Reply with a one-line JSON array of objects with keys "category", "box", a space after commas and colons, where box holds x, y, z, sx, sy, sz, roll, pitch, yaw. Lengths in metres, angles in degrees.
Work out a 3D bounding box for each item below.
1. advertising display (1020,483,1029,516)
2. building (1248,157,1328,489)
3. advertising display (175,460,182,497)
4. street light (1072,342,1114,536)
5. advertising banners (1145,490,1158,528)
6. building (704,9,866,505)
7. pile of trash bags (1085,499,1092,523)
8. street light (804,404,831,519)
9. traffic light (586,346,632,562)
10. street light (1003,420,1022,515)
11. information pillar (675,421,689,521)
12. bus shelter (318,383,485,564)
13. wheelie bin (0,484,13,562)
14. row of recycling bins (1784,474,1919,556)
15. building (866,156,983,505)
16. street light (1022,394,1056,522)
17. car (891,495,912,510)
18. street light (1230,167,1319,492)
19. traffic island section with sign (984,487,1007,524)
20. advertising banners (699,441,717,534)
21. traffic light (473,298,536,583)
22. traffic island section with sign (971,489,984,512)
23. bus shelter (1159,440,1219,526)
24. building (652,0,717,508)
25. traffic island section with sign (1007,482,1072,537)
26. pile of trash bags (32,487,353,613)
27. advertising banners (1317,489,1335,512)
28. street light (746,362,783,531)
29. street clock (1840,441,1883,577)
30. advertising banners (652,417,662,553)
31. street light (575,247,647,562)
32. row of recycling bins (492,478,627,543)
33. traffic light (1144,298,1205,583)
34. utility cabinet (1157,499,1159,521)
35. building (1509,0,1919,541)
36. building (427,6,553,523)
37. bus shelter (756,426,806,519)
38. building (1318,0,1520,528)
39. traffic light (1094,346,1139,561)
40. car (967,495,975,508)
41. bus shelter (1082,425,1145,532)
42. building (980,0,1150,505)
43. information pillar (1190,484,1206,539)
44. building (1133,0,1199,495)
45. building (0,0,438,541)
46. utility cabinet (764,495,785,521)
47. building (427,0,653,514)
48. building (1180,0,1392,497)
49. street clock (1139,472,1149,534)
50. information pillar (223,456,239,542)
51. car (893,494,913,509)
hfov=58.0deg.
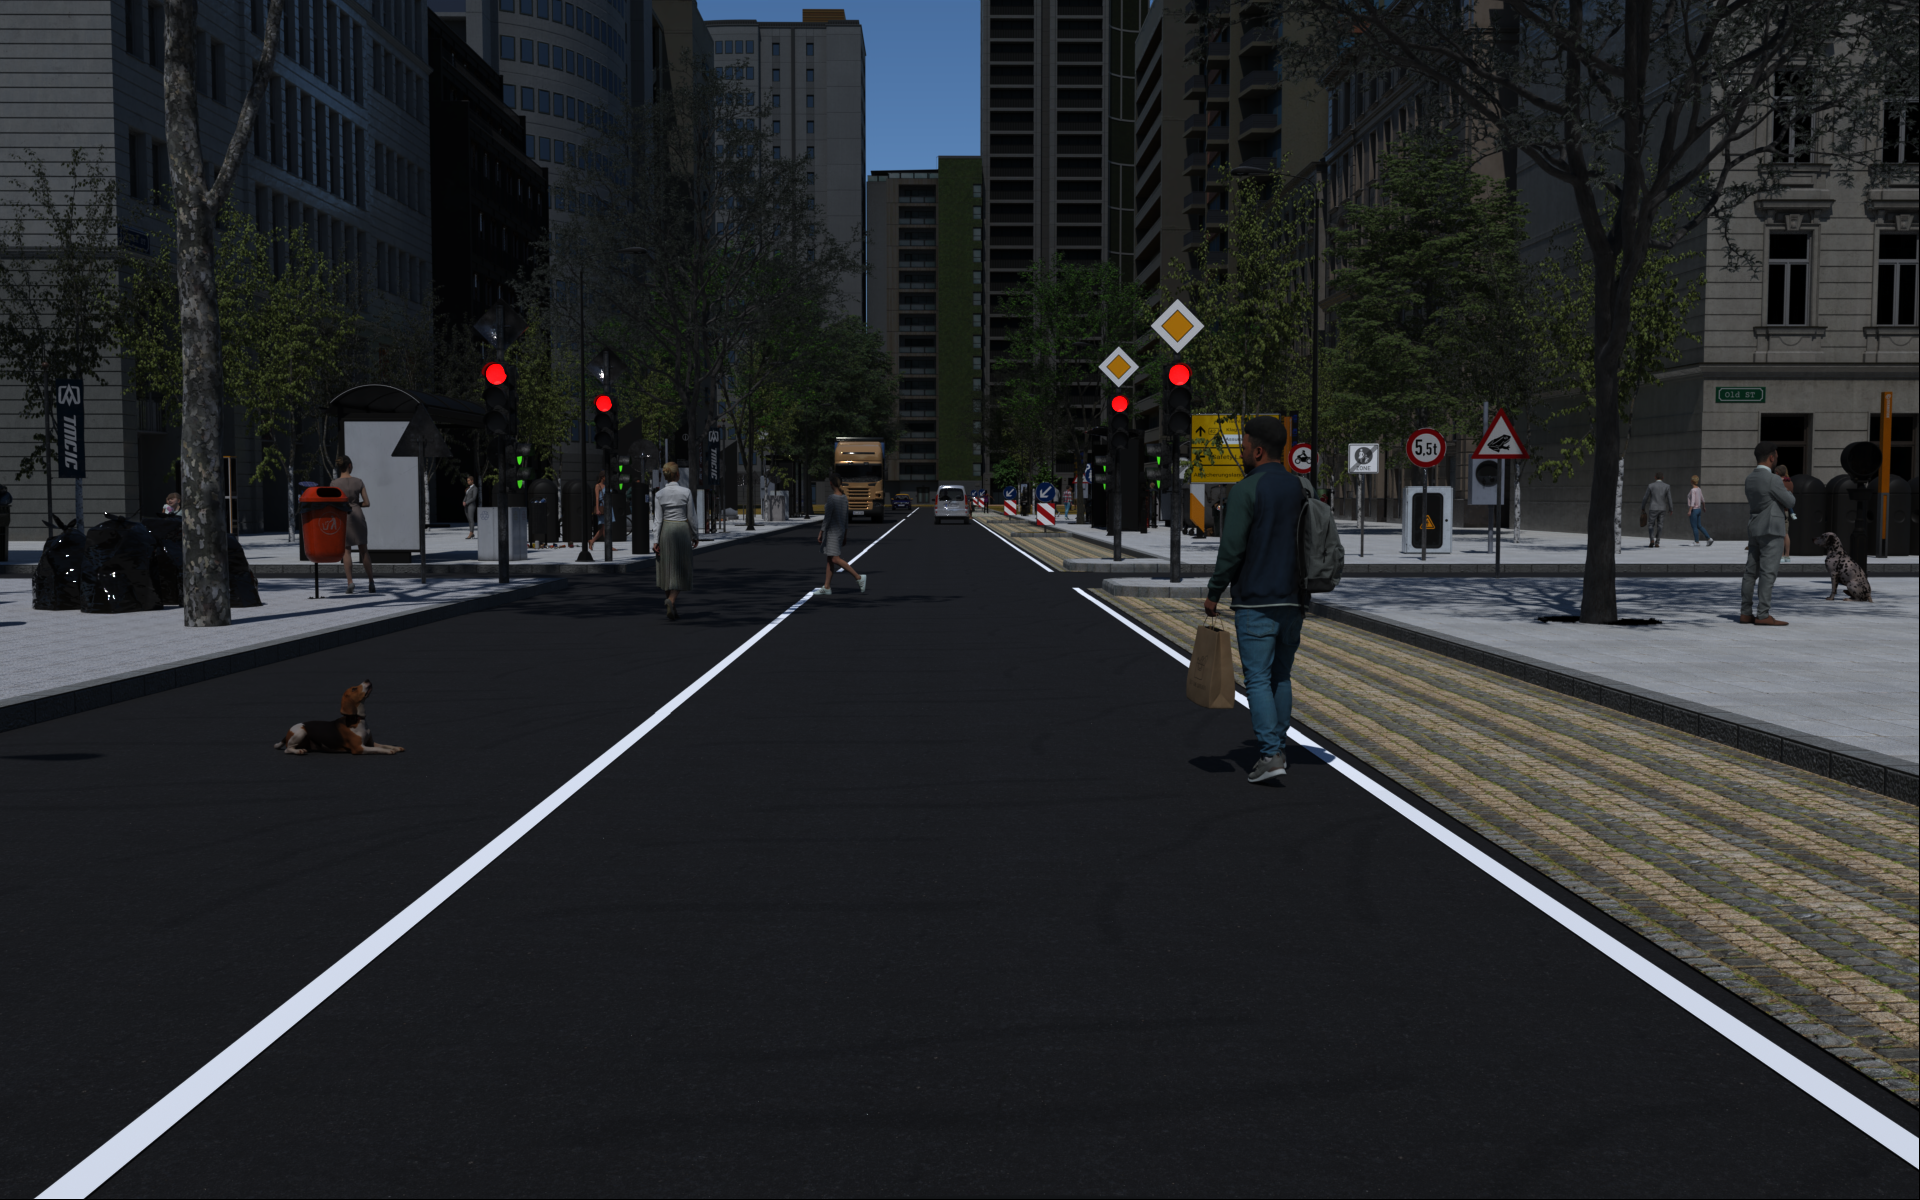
[{"category": "advertising display", "box": [3.762, -5.829, 100.510, 0.123, 1.923, 0.974, -1, 4, -23]}, {"category": "building", "box": [23.020, -15.312, 99.494, 9.793, 20.994, 18.267, 0, 4, -1]}, {"category": "advertising display", "box": [-14.748, -1.717, 33.280, 0.123, 1.923, 0.974, 0, 4, 4]}, {"category": "street light", "box": [4.124, -4.927, 53.101, 1.470, 5.913, 1.316, 0, 4, -1]}, {"category": "advertising banners", "box": [7.100, -4.242, 65.551, 0.090, 3.025, 2.074, -1, 4, -14]}, {"category": "building", "box": [-25.780, -41.134, 214.538, 28.212, 58.520, 21.231, 0, 4, -1]}, {"category": "pile of trash bags", "box": [6.585, -4.202, 78.453, 1.912, 1.369, 3.447, 0, 4, 0]}, {"category": "street light", "box": [-7.330, -7.124, 89.019, 1.470, 5.913, 1.316, 0, 4, -1]}, {"category": "traffic light", "box": [-6.670, -2.686, 32.844, 0.839, 4.253, 0.868, 0, 4, -1]}, {"category": "street light", "box": [3.345, -8.294, 108.153, 1.470, 5.913, 1.316, 0, 4, -1]}, {"category": "information pillar", "box": [-8.700, -3.858, 54.436, 0.504, 3.616, 0.183, -2, 4, -33]}, {"category": "bus shelter", "box": [-10.715, -2.476, 34.404, 2.014, 3.302, 5.546, 0, 4, -1]}, {"category": "wheelie bin", "box": [-18.369, -1.520, 32.752, 0.693, 1.594, 0.980, 0, 4, 2]}, {"category": "row of recycling bins", "box": [18.911, -1.775, 36.142, 3.534, 1.692, 1.069, 0, 4, -3]}, {"category": "building", "box": [-4.345, -32.322, 212.057, 14.086, 41.232, 14.154, 0, 4, -1]}, {"category": "street light", "box": [3.772, -6.614, 80.673, 1.470, 5.913, 1.316, 0, 4, -1]}, {"category": "car", "box": [-5.253, -8.771, 155.983, 1.945, 1.354, 3.894, 0, 4, -1]}, {"category": "street light", "box": [4.534, -3.193, 24.749, 1.470, 5.913, 1.316, 0, 4, -1]}, {"category": "traffic island section with sign", "box": [2.310, -4.650, 84.658, 1.989, 1.847, 2.006, 0, 4, -1]}, {"category": "advertising banners", "box": [-8.162, -3.651, 55.889, 0.090, 3.025, 2.074, 0, 4, 7]}, {"category": "traffic light", "box": [-6.558, -2.198, 24.859, 0.839, 4.253, 0.868, 0, 4, -1]}, {"category": "traffic island section with sign", "box": [1.617, -7.720, 134.854, 1.989, 1.847, 2.006, 0, 4, -1]}, {"category": "bus shelter", "box": [8.698, -4.409, 66.006, 2.014, 3.302, 5.546, 0, 4, -1]}, {"category": "building", "box": [-34.177, -32.689, 158.160, 21.600, 48.544, 21.300, 0, 4, -1]}, {"category": "traffic island section with sign", "box": [2.698, -3.002, 57.705, 1.989, 1.847, 2.006, 0, 4, -1]}, {"category": "pile of trash bags", "box": [-8.754, -0.632, 20.089, 3.447, 1.369, 1.912, -3, 5, -43]}, {"category": "advertising banners", "box": [8.199, -2.806, 42.064, 0.090, 3.025, 2.074, -3, 5, -44]}, {"category": "street light", "box": [-6.846, -5.406, 60.925, 1.470, 5.913, 1.316, 0, 4, -1]}, {"category": "street clock", "box": [12.429, -1.184, 23.929, 0.471, 2.002, 0.358, 0, 4, 5]}, {"category": "advertising banners", "box": [-6.765, -2.602, 38.727, 0.090, 3.025, 2.074, 0, 4, -5]}, {"category": "street light", "box": [-6.584, -3.682, 32.736, 1.470, 5.913, 1.316, 0, 4, -1]}, {"category": "row of recycling bins", "box": [-10.605, -2.380, 46.023, 3.534, 1.692, 1.069, -2, 4, -28]}, {"category": "traffic light", "box": [3.102, -2.207, 25.010, 0.839, 4.253, 0.868, 0, 4, -1]}, {"category": "utility cabinet", "box": [9.273, -4.431, 83.605, 0.306, 1.237, 1.020, -1, 4, -19]}, {"category": "building", "box": [41.597, -17.025, 54.768, 44.131, 29.872, 17.030, 0, 4, -1]}, {"category": "building", "box": [-27.897, -15.578, 84.383, 12.332, 23.373, 15.834, 0, 4, -1]}, {"category": "bus shelter", "box": [-9.684, -7.119, 94.025, 2.179, 5.291, 8.768, 0, 4, -1]}, {"category": "building", "box": [24.632, -17.125, 77.260, 12.463, 27.353, 25.104, 0, 4, -1]}, {"category": "traffic light", "box": [2.991, -2.696, 32.995, 0.839, 4.253, 0.868, 0, 4, -1]}, {"category": "car", "box": [0.731, -10.203, 179.397, 1.945, 1.354, 3.894, 0, 4, 1]}, {"category": "bus shelter", "box": [5.483, -4.332, 62.112, 1.731, 3.624, 6.357, 0, 4, -1]}, {"category": "building", "box": [12.952, -47.501, 214.889, 20.611, 71.187, 20.563, 0, 4, -1]}, {"category": "information pillar", "box": [6.837, -3.573, 49.766, 0.504, 3.616, 0.183, -2, 4, -32]}, {"category": "building", "box": [27.757, -32.724, 158.739, 21.300, 48.544, 21.600, 0, 4, -1]}, {"category": "building", "box": [-28.312, -17.335, 60.917, 11.434, 29.767, 29.804, 0, 4, -1]}, {"category": "utility cabinet", "box": [-8.723, -4.303, 81.522, 1.020, 1.237, 0.306, 2, 4, 27]}, {"category": "building", "box": [-34.218, -35.416, 121.044, 21.231, 58.520, 28.212, 0, 4, -1]}, {"category": "building", "box": [28.938, -29.291, 133.533, 22.147, 44.769, 28.867, 0, 4, -1]}, {"category": "street clock", "box": [5.982, -3.164, 56.307, 0.358, 2.002, 0.471, 1, 4, 19]}, {"category": "information pillar", "box": [-14.263, -1.787, 33.702, 0.304, 2.012, 0.304, 0, 4, 1]}, {"category": "car", "box": [-5.417, -9.307, 162.385, 2.015, 1.641, 3.980, 0, 4, -1]}]
